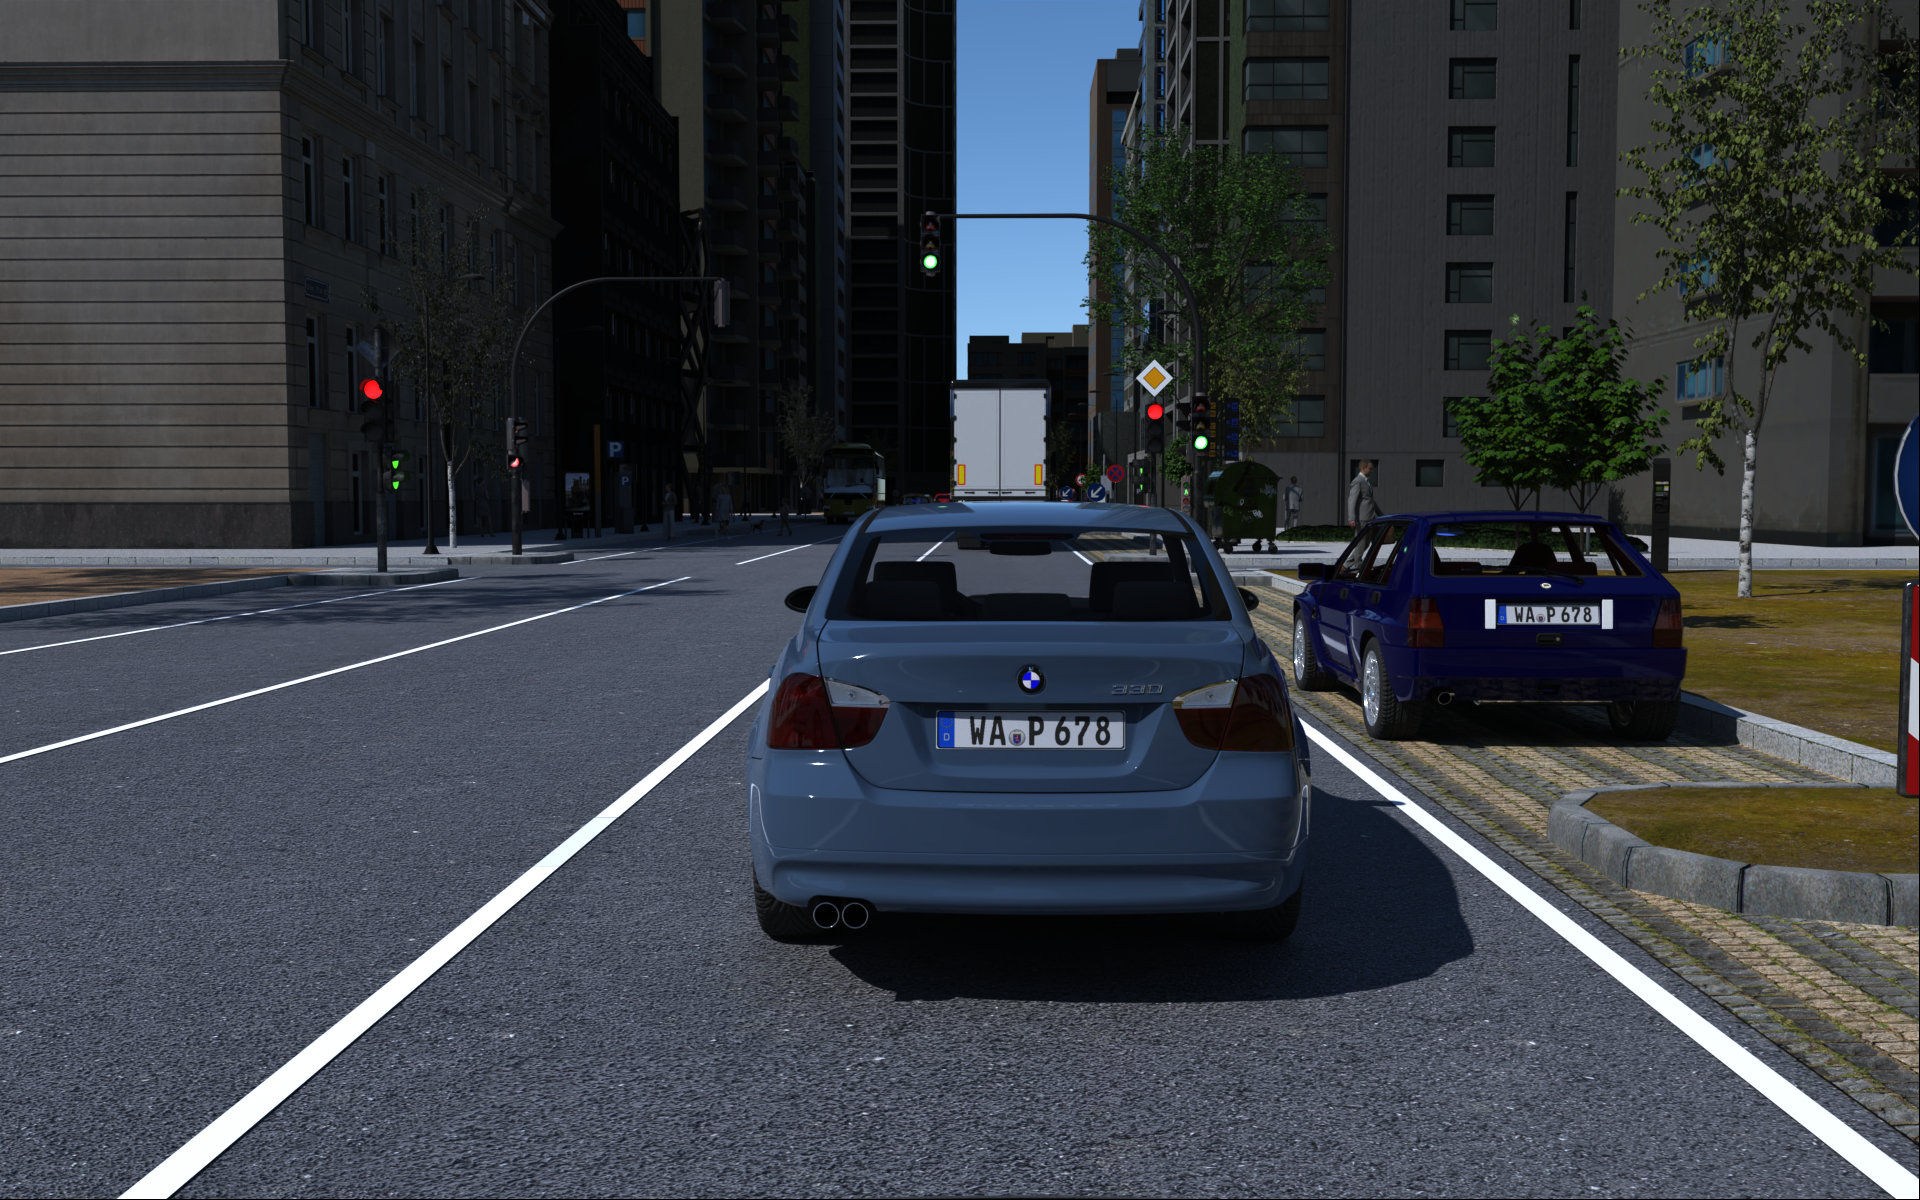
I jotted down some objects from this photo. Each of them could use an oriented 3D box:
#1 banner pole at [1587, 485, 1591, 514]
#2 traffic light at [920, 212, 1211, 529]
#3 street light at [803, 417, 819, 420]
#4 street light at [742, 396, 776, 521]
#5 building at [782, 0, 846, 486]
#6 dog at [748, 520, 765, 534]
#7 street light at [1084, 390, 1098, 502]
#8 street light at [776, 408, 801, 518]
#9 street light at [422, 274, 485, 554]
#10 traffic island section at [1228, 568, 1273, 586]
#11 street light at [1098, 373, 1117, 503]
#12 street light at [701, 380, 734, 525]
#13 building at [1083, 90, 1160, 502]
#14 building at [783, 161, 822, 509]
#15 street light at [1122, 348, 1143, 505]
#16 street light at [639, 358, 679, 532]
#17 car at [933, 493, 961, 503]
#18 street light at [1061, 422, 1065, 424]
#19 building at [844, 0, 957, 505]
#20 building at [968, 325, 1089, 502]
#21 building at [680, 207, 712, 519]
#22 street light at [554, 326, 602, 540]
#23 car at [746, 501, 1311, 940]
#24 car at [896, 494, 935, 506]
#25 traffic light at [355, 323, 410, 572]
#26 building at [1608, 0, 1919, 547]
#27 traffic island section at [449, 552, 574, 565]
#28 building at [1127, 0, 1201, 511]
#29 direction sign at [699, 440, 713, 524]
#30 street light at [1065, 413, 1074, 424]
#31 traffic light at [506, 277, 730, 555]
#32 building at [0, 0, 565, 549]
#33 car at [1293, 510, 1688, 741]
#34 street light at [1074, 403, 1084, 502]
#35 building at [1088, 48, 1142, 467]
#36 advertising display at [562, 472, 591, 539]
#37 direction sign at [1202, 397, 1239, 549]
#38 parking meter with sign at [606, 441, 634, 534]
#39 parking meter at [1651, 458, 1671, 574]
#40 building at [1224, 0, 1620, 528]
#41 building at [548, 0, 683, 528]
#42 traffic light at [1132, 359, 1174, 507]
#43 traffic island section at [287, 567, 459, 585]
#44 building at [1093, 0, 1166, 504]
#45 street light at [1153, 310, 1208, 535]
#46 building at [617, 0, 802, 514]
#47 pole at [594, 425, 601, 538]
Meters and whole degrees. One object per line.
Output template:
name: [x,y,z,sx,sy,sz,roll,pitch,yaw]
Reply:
banner pole: [12.795,-2.803,35.852,0.863,3.779,0.401,2,4,34]
traffic light: [1.750,-3.267,28.086,4.771,5.953,1.251,0,4,1]
street light: [-9.226,-8.085,104.735,1.470,5.913,1.316,0,4,1]
street light: [-9.657,-6.699,82.063,1.470,5.913,1.316,0,4,1]
building: [-25.969,-38.688,174.552,28.212,58.520,21.231,0,4,1]
dog: [-7.347,-2.651,62.636,0.540,0.507,0.406,-1,4,-19]
street light: [6.457,-6.421,77.517,1.470,5.913,1.316,0,4,1]
street light: [-9.480,-7.381,93.224,1.470,5.913,1.316,0,4,1]
street light: [-10.736,-3.928,36.757,1.470,5.913,1.316,0,4,1]
traffic island section: [3.883,-0.368,28.293,2.009,0.180,2.903,0,4,1]
street light: [6.175,-5.738,66.358,1.470,5.913,1.316,0,4,1]
street light: [-9.931,-6.016,70.903,1.470,5.913,1.316,0,4,1]
building: [27.650,-28.427,156.657,32.217,40.220,23.993,0,4,1]
building: [-19.558,-23.020,148.074,14.160,30.474,14.107,0,4,1]
street light: [5.908,-5.040,54.946,1.470,5.913,1.316,0,4,1]
street light: [-10.273,-5.299,59.187,1.470,5.913,1.316,0,4,1]
car: [-0.994,-6.702,118.622,2.155,1.783,4.494,0,4,1]
street light: [7.202,-8.484,111.256,1.470,5.913,1.316,0,4,1]
building: [-10.886,-47.029,207.177,20.611,71.187,20.563,0,4,1]
building: [15.625,-22.450,212.093,28.899,21.520,27.650,0,4,1]
building: [-21.437,-13.533,88.712,16.820,18.784,16.811,0,4,1]
street light: [-10.586,-4.617,48.029,1.470,5.913,1.316,0,4,1]
car: [0.246,0.314,6.872,2.014,1.417,4.499,0,4,1]
car: [-1.835,-3.979,75.285,2.015,1.641,3.980,0,4,3]
traffic light: [-9.515,-2.419,28.469,0.839,4.253,0.868,0,4,1]
building: [31.565,-26.106,50.533,21.600,48.544,21.300,0,4,1]
traffic island section: [-9.371,-0.875,36.588,2.009,0.180,2.903,0,4,1]
building: [20.435,-40.209,95.666,20.563,71.187,20.611,0,4,1]
direction sign: [-10.706,-4.955,73.004,0.379,3.537,0.876,2,4,31]
street light: [6.963,-7.790,99.911,1.470,5.913,1.316,0,4,1]
traffic light: [-7.238,-3.778,36.440,4.771,5.953,1.251,0,4,1]
building: [-20.914,-15.562,51.705,12.463,27.353,25.104,0,4,1]
car: [3.281,0.073,11.379,1.945,1.354,3.894,0,4,2]
street light: [6.721,-7.103,88.676,1.470,5.913,1.316,0,4,1]
building: [20.348,-32.148,175.734,14.600,45.320,14.200,0,4,1]
advertising display: [-11.085,-2.744,50.084,0.123,1.923,0.974,3,4,36]
direction sign: [6.120,-2.979,40.706,0.876,3.537,0.379,-1,4,-9]
parking meter with sign: [-11.010,-3.679,56.416,0.543,3.016,1.738,-2,4,-26]
parking meter: [11.356,-1.367,28.069,0.255,1.863,0.399,1,4,20]
building: [17.887,-18.345,71.649,14.160,30.474,14.107,0,4,1]
building: [-19.244,-14.835,72.224,12.332,23.373,15.834,0,4,1]
traffic light: [4.027,-2.889,36.163,0.839,4.253,0.868,0,4,1]
traffic island section: [-9.554,-0.387,28.605,2.009,0.180,2.903,0,4,1]
building: [22.022,-49.862,127.920,22.319,86.520,31.000,0,4,1]
street light: [5.681,-4.357,43.785,1.470,5.913,1.316,0,4,1]
building: [-23.439,-28.820,125.826,22.147,44.769,28.867,0,4,1]
pole: [-10.663,-3.491,50.925,0.158,3.312,0.155,0,3,0]
